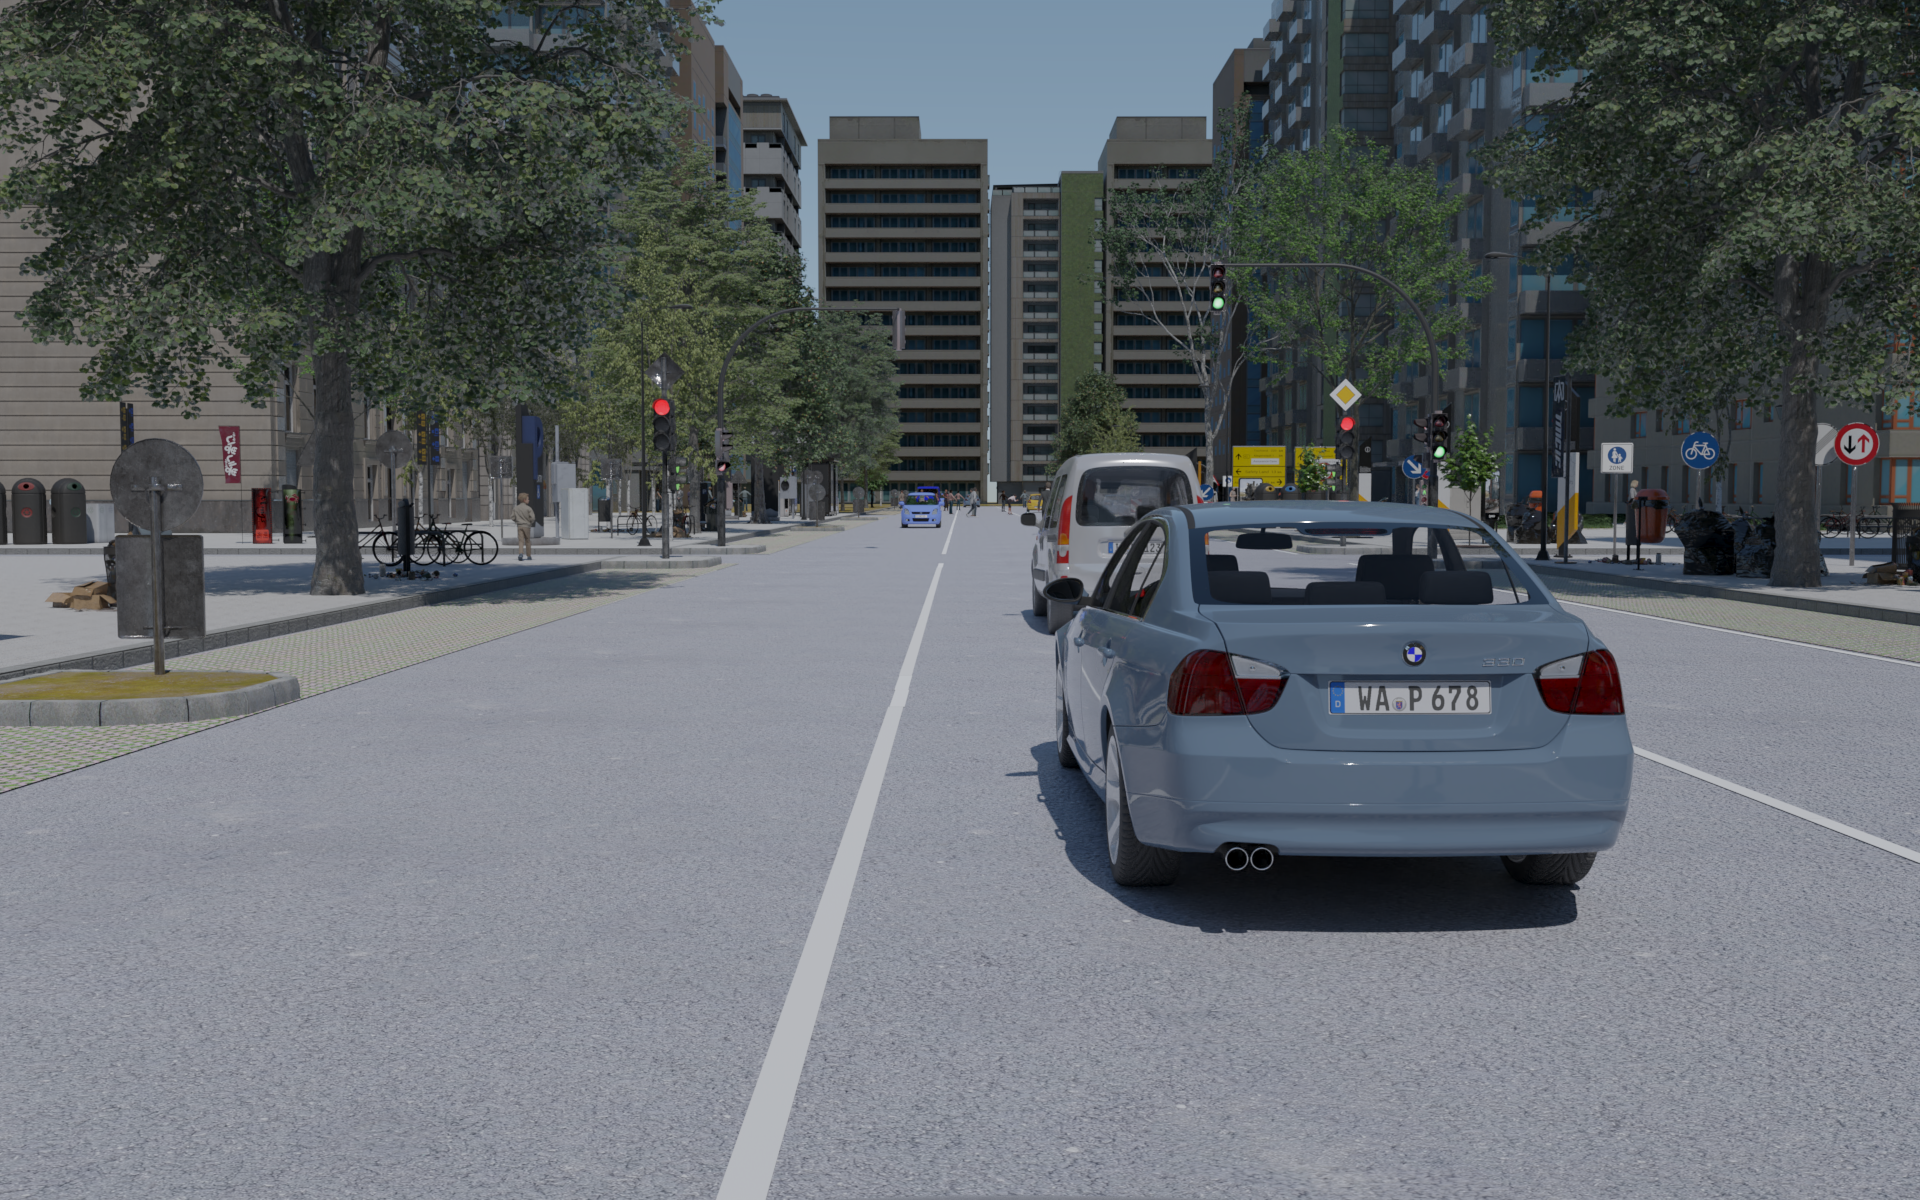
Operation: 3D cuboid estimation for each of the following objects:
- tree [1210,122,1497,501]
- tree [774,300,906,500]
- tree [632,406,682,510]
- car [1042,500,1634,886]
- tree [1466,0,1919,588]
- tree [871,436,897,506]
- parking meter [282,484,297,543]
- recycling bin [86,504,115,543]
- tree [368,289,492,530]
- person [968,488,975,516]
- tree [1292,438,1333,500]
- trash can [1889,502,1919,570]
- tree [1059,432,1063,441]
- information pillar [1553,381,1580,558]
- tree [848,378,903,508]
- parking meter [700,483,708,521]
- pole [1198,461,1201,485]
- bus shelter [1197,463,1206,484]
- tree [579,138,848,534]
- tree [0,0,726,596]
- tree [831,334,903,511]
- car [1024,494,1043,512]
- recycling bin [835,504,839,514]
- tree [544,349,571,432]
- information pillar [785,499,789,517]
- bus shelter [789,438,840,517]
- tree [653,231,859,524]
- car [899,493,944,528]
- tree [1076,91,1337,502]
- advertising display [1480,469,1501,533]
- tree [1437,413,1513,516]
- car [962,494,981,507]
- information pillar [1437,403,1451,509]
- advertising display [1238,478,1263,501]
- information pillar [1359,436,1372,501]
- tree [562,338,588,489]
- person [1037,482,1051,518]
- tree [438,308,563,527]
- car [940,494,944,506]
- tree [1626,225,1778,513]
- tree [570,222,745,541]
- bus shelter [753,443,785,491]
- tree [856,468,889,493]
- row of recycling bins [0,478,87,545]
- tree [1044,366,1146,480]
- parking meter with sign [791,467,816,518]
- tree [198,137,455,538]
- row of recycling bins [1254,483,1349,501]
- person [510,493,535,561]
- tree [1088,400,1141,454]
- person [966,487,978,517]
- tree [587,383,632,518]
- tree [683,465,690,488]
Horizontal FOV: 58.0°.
[{"bbox_3d":[11.231,-7.591,49.870,9.928,11.665,9.643,0,3,0],"label":"tree"},{"bbox_3d":[-8.412,-12.701,114.309,9.857,13.997,8.962,0,3,0],"label":"tree"},{"bbox_3d":[-18.013,-8.724,93.006,4.360,8.622,3.978,0,3,0],"label":"tree"},{"bbox_3d":[1.400,0.268,7.627,2.014,1.417,4.499,0,4,-1],"label":"car"},{"bbox_3d":[11.731,-7.156,23.654,9.857,13.997,8.962,0,3,0],"label":"tree"},{"bbox_3d":[-8.803,-14.476,187.039,4.360,8.622,3.978,0,3,0],"label":"tree"},{"bbox_3d":[-17.647,-2.276,45.616,0.372,1.533,0.369,0,3,0],"label":"parking meter"},{"bbox_3d":[-22.770,-2.018,45.546,0.722,1.027,0.722,1,4,9],"label":"recycling bin"},{"bbox_3d":[-18.804,-6.751,60.743,4.737,8.622,4.395,0,3,0],"label":"tree"},{"bbox_3d":[0.736,-6.303,111.741,0.466,1.800,0.511,1,4,12],"label":"person"},{"bbox_3d":[11.920,-3.942,59.057,1.663,3.219,1.824,0,3,0],"label":"tree"},{"bbox_3d":[16.128,-1.081,29.333,0.748,1.137,0.748,0,3,0],"label":"trash can"},{"bbox_3d":[12.621,-14.672,190.253,4.737,8.622,4.395,0,3,0],"label":"tree"},{"bbox_3d":[12.193,-2.653,34.730,0.183,3.616,0.504,-2,4,-25],"label":"information pillar"},{"bbox_3d":[-8.703,-14.643,157.543,7.486,12.596,7.792,0,3,0],"label":"tree"},{"bbox_3d":[-12.112,-4.656,81.835,0.399,1.863,0.255,-2,4,-32],"label":"parking meter"},{"bbox_3d":[14.953,-6.995,108.204,0.158,3.312,0.155,0,3,0],"label":"pole"},{"bbox_3d":[15.084,-7.346,114.027,2.014,3.302,5.546,0,4,0],"label":"bus shelter"},{"bbox_3d":[-9.045,-8.443,56.167,7.486,12.596,7.792,0,3,0],"label":"tree"},{"bbox_3d":[-7.879,-7.044,21.832,9.857,13.997,8.962,0,3,0],"label":"tree"},{"bbox_3d":[-8.936,-13.417,129.742,12.009,13.543,11.850,0,3,0],"label":"tree"},{"bbox_3d":[6.037,-7.627,134.929,2.015,1.641,3.980,0,4,1],"label":"car"},{"bbox_3d":[-8.190,-5.962,110.034,0.722,1.027,0.722,-2,4,-34],"label":"recycling bin"},{"bbox_3d":[-13.361,-6.973,64.374,4.737,8.622,4.395,0,3,0],"label":"tree"},{"bbox_3d":[-9.822,-5.682,97.399,0.304,2.012,0.304,-2,4,-28],"label":"information pillar"},{"bbox_3d":[-8.223,-7.486,100.022,2.179,5.291,8.768,0,3,0],"label":"bus shelter"},{"bbox_3d":[-8.759,-9.627,74.409,9.611,12.733,9.660,0,3,0],"label":"tree"},{"bbox_3d":[-1.638,-3.941,74.020,1.945,1.707,3.694,0,4,0],"label":"car"},{"bbox_3d":[11.948,-13.952,84.002,12.611,20.169,13.585,0,3,0],"label":"tree"},{"bbox_3d":[13.658,-2.409,44.608,0.123,1.923,0.974,3,5,39],"label":"advertising display"},{"bbox_3d":[12.098,-2.866,41.466,1.663,3.219,1.824,0,3,0],"label":"tree"},{"bbox_3d":[1.254,-10.658,186.259,2.014,1.417,4.499,0,4,-1],"label":"car"},{"bbox_3d":[12.358,-3.249,44.469,0.504,3.616,0.183,0,4,1],"label":"information pillar"},{"bbox_3d":[11.482,-3.869,68.479,0.974,1.923,0.123,-1,4,-9],"label":"advertising display"},{"bbox_3d":[16.284,-4.784,69.574,0.504,3.616,0.183,1,4,11],"label":"information pillar"},{"bbox_3d":[-18.432,-7.483,72.714,4.360,8.622,3.978,0,3,0],"label":"tree"},{"bbox_3d":[3.041,-3.218,60.892,0.659,1.850,0.755,0,4,1],"label":"person"},{"bbox_3d":[-18.245,-7.124,66.833,4.360,8.622,3.978,0,3,0],"label":"tree"},{"bbox_3d":[-2.391,-11.059,190.411,1.945,1.707,3.694,0,4,1],"label":"car"},{"bbox_3d":[19.952,-5.843,45.899,4.360,8.622,3.978,0,3,0],"label":"tree"},{"bbox_3d":[-7.863,-5.901,46.845,4.737,8.622,4.395,0,3,0],"label":"tree"},{"bbox_3d":[-10.871,-7.609,102.039,2.179,5.291,8.768,0,4,0],"label":"bus shelter"},{"bbox_3d":[-8.761,-11.614,173.595,4.285,4.588,4.351,0,3,0],"label":"tree"},{"bbox_3d":[-24.046,-2.240,43.742,3.534,1.692,1.069,-2,4,-29],"label":"row of recycling bins"},{"bbox_3d":[12.217,-14.539,154.717,9.611,12.733,9.660,0,3,0],"label":"tree"},{"bbox_3d":[-8.076,-5.874,92.304,1.738,3.016,0.543,1,4,13],"label":"parking meter with sign"},{"bbox_3d":[-18.454,-7.634,50.578,9.928,11.665,9.643,0,3,0],"label":"tree"},{"bbox_3d":[12.672,-3.490,64.182,3.534,1.692,1.069,1,4,14],"label":"row of recycling bins"},{"bbox_3d":[-8.410,-1.408,33.332,0.475,1.303,0.640,0,4,-7],"label":"person"},{"bbox_3d":[12.293,-11.304,135.188,4.737,8.622,4.395,0,3,0],"label":"tree"},{"bbox_3d":[0.778,-5.982,106.146,0.795,1.843,0.661,-1,4,-19],"label":"person"},{"bbox_3d":[-18.368,-7.946,80.286,4.360,8.622,3.978,0,3,0],"label":"tree"},{"bbox_3d":[-18.194,-9.796,110.530,4.360,8.622,3.978,0,3,0],"label":"tree"}]
